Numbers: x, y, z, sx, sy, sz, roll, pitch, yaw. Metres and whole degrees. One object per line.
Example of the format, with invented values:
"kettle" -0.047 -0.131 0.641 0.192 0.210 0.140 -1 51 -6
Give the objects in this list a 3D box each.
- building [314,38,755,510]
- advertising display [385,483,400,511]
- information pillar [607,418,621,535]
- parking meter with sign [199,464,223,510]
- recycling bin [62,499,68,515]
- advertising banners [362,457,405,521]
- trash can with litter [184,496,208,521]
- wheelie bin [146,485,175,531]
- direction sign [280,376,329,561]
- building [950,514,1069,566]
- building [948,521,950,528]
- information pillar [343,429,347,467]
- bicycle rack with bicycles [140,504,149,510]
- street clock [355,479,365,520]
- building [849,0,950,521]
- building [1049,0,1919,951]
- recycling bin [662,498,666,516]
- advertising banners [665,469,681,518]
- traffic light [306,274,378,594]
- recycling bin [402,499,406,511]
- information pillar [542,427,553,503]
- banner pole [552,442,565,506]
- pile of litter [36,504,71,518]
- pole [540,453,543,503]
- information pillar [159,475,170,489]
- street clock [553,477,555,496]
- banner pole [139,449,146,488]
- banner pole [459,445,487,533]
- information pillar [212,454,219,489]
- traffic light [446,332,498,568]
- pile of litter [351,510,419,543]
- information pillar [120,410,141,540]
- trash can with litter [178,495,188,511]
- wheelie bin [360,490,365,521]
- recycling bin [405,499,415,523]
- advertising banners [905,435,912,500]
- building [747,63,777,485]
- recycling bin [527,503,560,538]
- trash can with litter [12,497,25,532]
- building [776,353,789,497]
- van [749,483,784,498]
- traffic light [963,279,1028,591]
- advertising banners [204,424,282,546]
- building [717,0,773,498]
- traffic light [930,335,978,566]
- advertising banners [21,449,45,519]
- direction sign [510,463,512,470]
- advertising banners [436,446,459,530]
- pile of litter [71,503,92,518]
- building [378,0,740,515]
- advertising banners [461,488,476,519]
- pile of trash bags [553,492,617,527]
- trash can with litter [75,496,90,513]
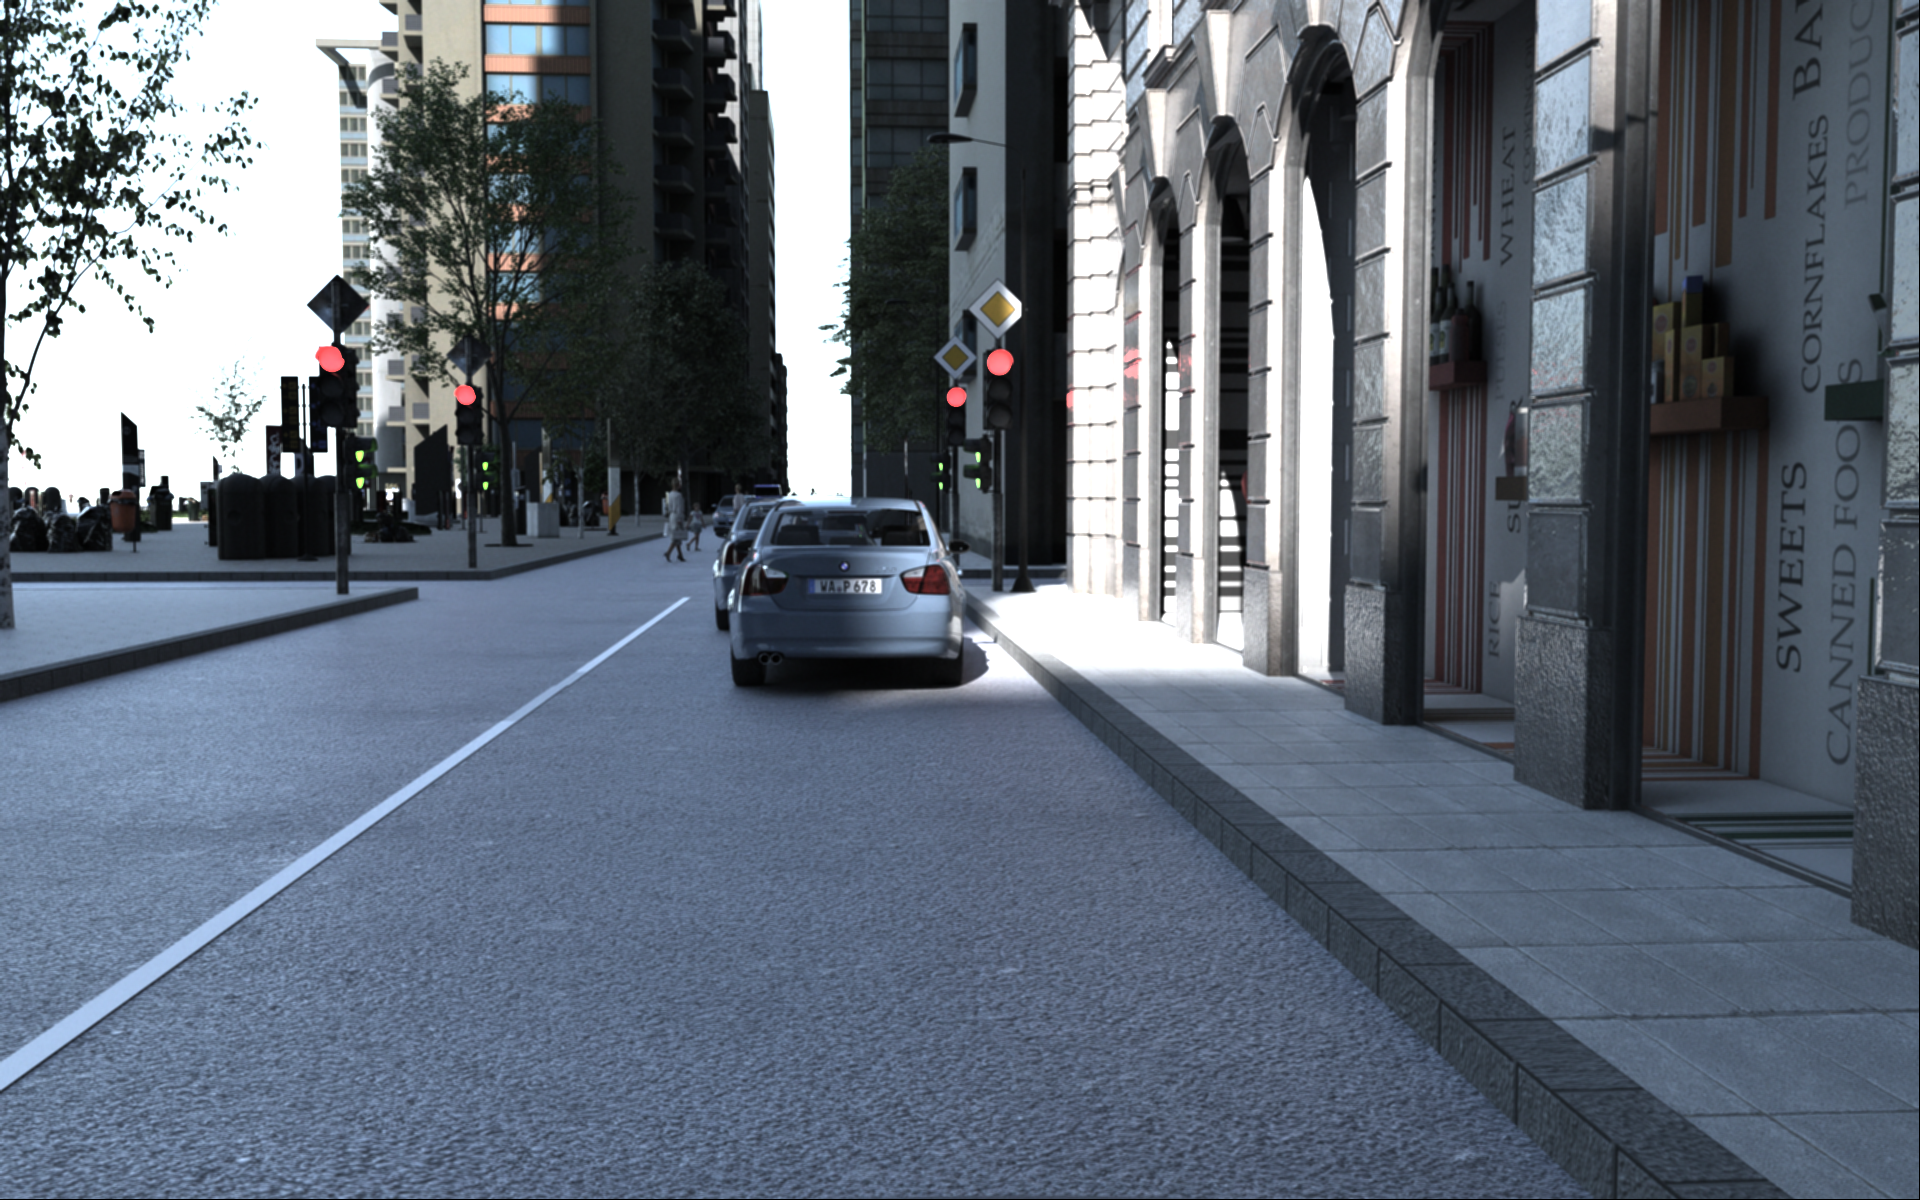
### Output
"building" -33.638 -27.661 144.139 32.217 40.220 23.993 0 4 -4
"advertising display" -33.522 -5.942 102.360 0.974 1.923 0.123 1 4 17
"information pillar" -10.769 -3.824 53.881 0.183 3.616 0.504 2 4 28
"parking meter with sign" -43.773 -6.385 100.658 1.738 3.016 0.543 0 4 6
"recycling bin" -50.488 -5.171 97.098 0.722 1.027 0.722 -1 4 -18
"advertising banners" -27.540 -5.280 82.513 2.074 3.025 0.090 -2 4 -35
"trash can with litter" -35.907 -4.291 81.551 0.624 1.170 1.055 2 4 33
"wheelie bin" -28.154 -3.253 61.091 0.693 1.594 0.980 3 5 41
"direction sign" -12.543 -2.520 33.192 0.876 3.537 0.379 0 4 -2
"building" 10.508 -25.519 40.943 21.600 48.544 21.300 0 4 -4
"building" 2.934 -23.751 71.928 14.154 41.232 14.086 0 4 -4
"information pillar" -21.969 -4.295 61.573 0.183 3.616 0.504 1 4 17
"bicycle rack with bicycles" -43.795 -4.893 93.378 2.925 0.926 2.852 1 4 9
"street clock" -23.875 -3.930 68.820 0.471 2.002 0.358 3 4 37
"building" 0.716 -25.385 98.642 14.154 41.232 14.086 0 4 -4
"building" 8.075 -10.349 11.012 13.314 21.916 24.055 0 4 -4
"recycling bin" -17.207 -5.528 102.942 0.722 1.027 0.722 1 4 19
"advertising banners" -15.425 -5.939 93.295 0.090 3.025 2.074 -2 4 -35
"traffic light" -7.916 -2.032 22.136 0.839 4.253 0.868 0 4 -4
"recycling bin" -30.847 -5.099 95.927 0.722 1.027 0.722 -1 4 -8
"information pillar" -14.434 -4.235 60.590 0.504 3.616 0.183 3 5 42
"banner pole" -19.137 -5.663 82.615 0.863 3.779 0.401 0 4 7
"pile of litter" -41.573 -3.944 78.450 1.719 0.858 1.176 0 4 1
"pole" -20.520 -5.580 85.083 0.158 3.312 0.155 0 3 0
"information pillar" -30.669 -3.810 66.790 0.304 2.012 0.304 -3 4 -39
"street clock" -17.419 -4.228 73.690 0.358 2.002 0.471 1 4 8
"banner pole" -39.799 -5.752 84.068 0.401 3.779 0.863 1 4 18
"banner pole" -16.161 -4.141 57.715 0.863 3.779 0.401 2 4 28
"information pillar" -43.672 -6.745 101.640 0.183 3.616 0.504 1 4 14
"traffic light" -8.492 -2.519 30.101 0.839 4.253 0.868 0 4 -4
"pile of litter" -15.337 -1.965 46.098 1.719 0.858 1.176 -1 4 -10
"information pillar" -23.379 -3.512 48.777 0.183 3.616 0.504 3 4 36
"trash can with litter" -43.536 -5.214 96.307 2.233 1.210 1.678 0 3 0
"wheelie bin" -27.466 -4.332 78.732 0.693 1.594 0.980 -3 5 -44
"recycling bin" -21.630 -3.468 69.258 0.722 1.027 0.722 0 4 -8
"advertising banners" -1.503 -3.312 50.346 0.090 3.025 2.074 0 4 -5
"building" -32.164 -35.169 198.721 21.300 48.544 21.600 0 4 -4
"recycling bin" -12.318 -2.362 51.180 0.722 1.027 0.722 -3 5 -42
"trash can with litter" -23.373 -1.981 43.450 1.678 1.210 2.233 -1 4 -11
"building" -36.584 -23.241 225.022 27.650 21.520 28.899 0 4 -4
"van" -12.435 -6.563 111.693 2.240 2.365 5.245 0 4 -5
"traffic light" 0.473 -2.069 22.757 0.839 4.253 0.868 0 4 -4
"advertising banners" -17.753 -2.867 43.067 0.090 3.025 2.074 3 5 44
"building" -36.267 -49.544 248.302 20.563 71.187 20.611 0 4 -4
"traffic light" -0.103 -2.557 30.721 0.839 4.253 0.868 0 4 -4
"advertising banners" -35.839 -4.328 66.946 2.074 3.025 0.090 3 5 41
"direction sign" -23.531 -6.018 90.383 0.379 3.537 0.876 -2 4 -30
"advertising banners" -18.483 -4.045 62.319 0.090 3.025 2.074 0 4 1
"pile of litter" -43.933 -4.448 86.694 1.176 0.858 1.719 -2 4 -32
"building" -26.674 -28.344 118.052 22.147 44.769 28.867 0 4 -4
"advertising banners" -25.240 -5.634 88.307 2.074 3.025 0.090 1 4 14
"pile of trash bags" -14.774 -3.575 68.212 3.447 1.369 1.912 2 4 35
"trash can with litter" -47.102 -5.017 93.420 0.624 1.170 1.055 1 4 16
